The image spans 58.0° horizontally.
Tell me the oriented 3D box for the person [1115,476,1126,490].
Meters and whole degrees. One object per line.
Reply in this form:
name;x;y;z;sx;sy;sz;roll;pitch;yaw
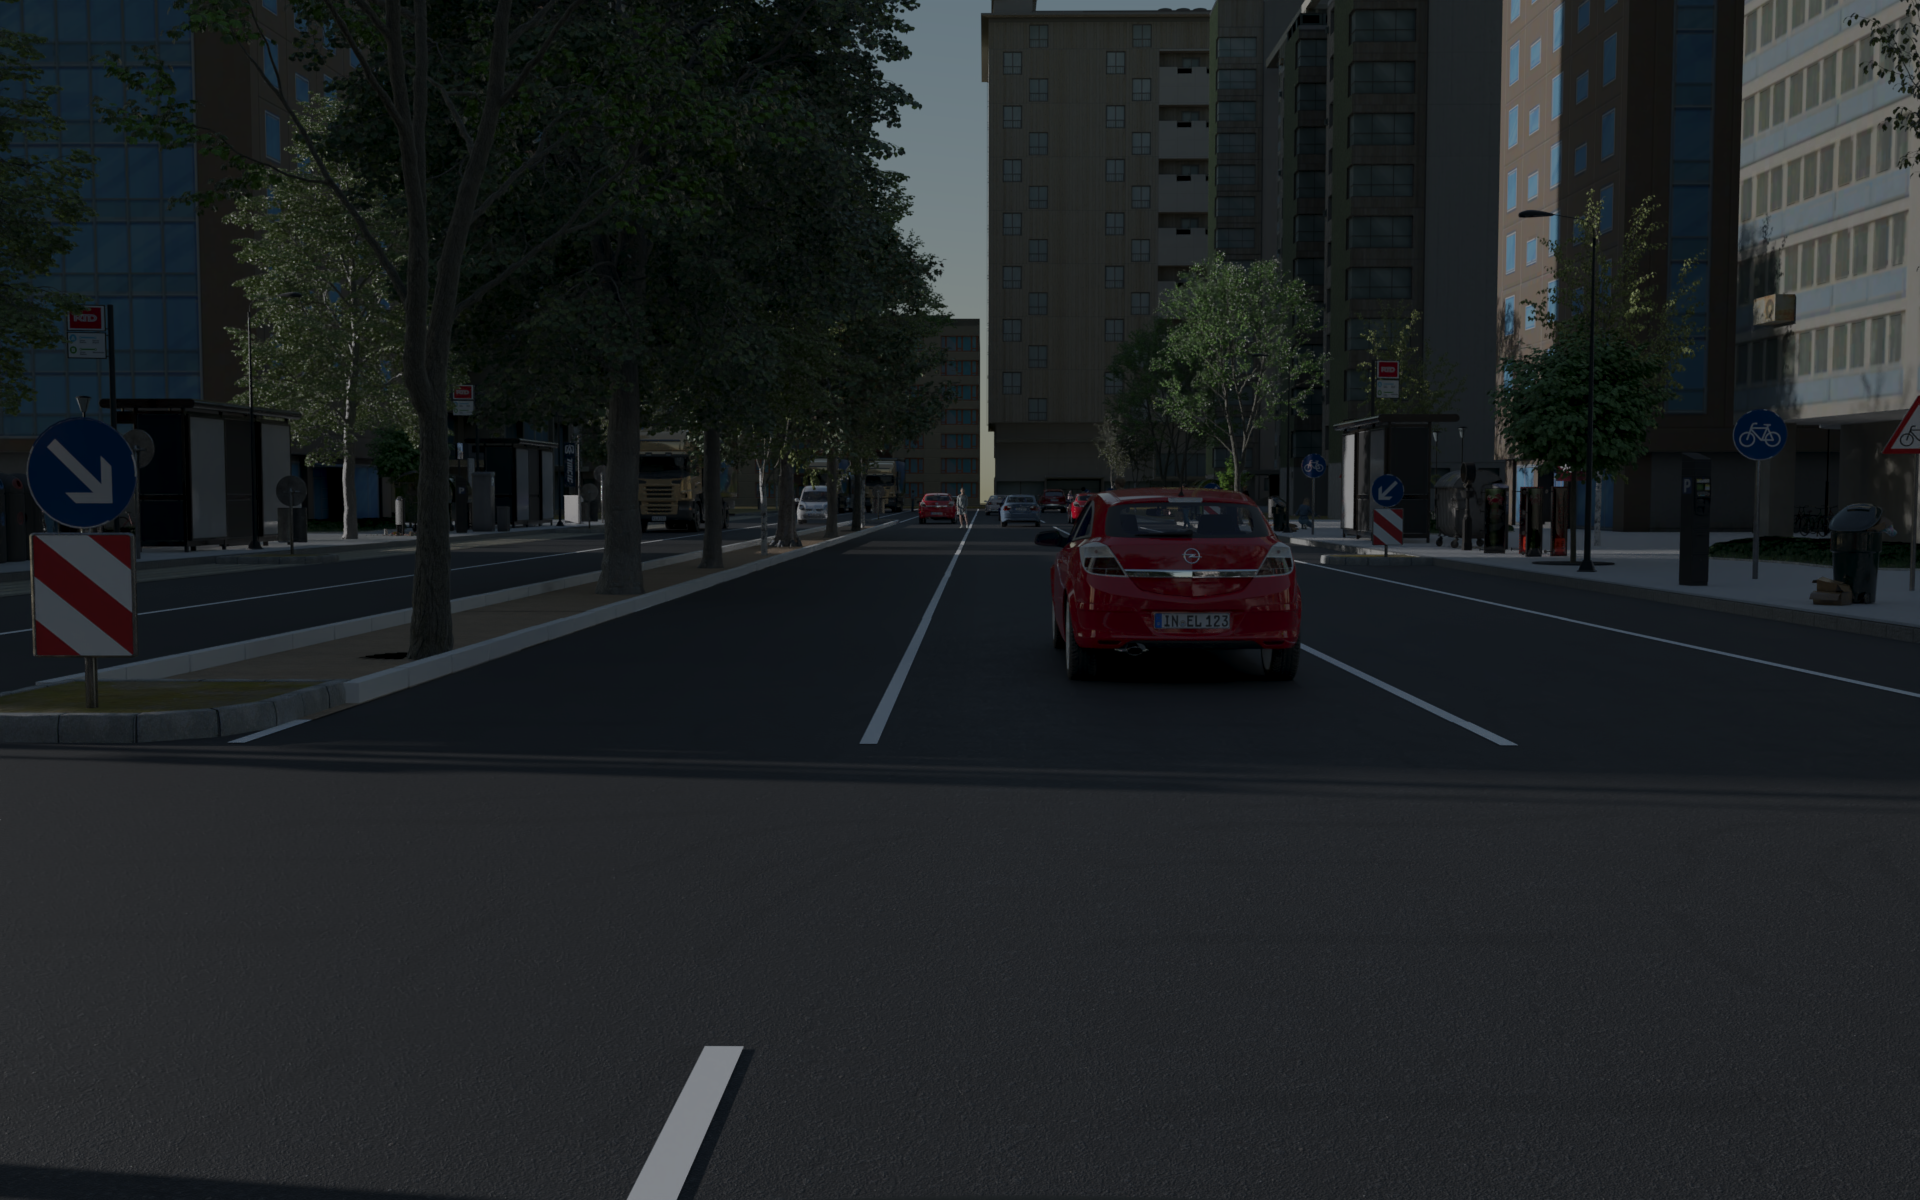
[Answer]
person;2.948;-1.418;32.228;0.362;1.759;0.519;2;4;28

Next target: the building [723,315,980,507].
building;-12.247;-21.223;192.029;28.899;21.520;27.650;0;4;1

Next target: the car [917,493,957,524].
car;-1.049;-4.609;84.397;2.155;1.783;4.494;0;4;1

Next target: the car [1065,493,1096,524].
car;6.188;-4.578;83.884;2.155;1.783;4.494;0;4;1

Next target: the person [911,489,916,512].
person;-3.825;-8.138;141.638;0.705;1.814;1.350;1;4;12

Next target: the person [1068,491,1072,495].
person;10.380;-9.391;162.715;0.621;1.740;0.551;1;4;18

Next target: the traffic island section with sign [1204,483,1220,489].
traffic island section with sign;8.912;-3.309;62.722;1.989;1.847;2.006;0;4;1

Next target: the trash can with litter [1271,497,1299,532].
trash can with litter;11.115;-2.912;58.993;0.624;1.170;1.055;-2;4;-35

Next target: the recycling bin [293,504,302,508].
recycling bin;-18.551;-2.147;47.651;0.722;1.027;0.722;-2;4;-32

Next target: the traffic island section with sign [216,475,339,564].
traffic island section with sign;-14.096;-1.676;36.036;1.989;1.847;2.006;0;4;1

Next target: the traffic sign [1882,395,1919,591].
traffic sign;12.623;-1.400;22.889;0.884;2.594;0.081;0;4;8

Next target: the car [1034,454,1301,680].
car;1.729;-0.354;14.828;2.155;1.783;4.494;0;4;1

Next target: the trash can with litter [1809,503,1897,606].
trash can with litter;10.380;-0.537;20.167;1.055;1.170;0.624;-3;5;-41

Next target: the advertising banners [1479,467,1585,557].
advertising banners;12.176;-2.494;36.962;2.074;3.025;0.090;2;4;29

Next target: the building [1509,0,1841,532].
building;28.991;-25.287;63.553;14.600;45.320;14.200;0;4;1

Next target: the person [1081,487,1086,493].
person;7.360;-5.819;103.274;1.348;1.869;0.705;1;4;10

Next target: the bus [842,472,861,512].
bus;-9.811;-9.000;142.014;2.948;3.499;13.247;0;4;1

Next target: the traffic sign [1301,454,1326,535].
traffic sign;11.149;-3.336;54.657;0.768;2.556;0.104;0;4;5

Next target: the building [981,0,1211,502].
building;16.064;-36.787;190.708;27.495;52.752;28.713;0;4;1

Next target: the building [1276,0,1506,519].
building;26.790;-20.574;108.091;14.160;30.474;14.107;0;4;1

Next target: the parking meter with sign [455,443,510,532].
parking meter with sign;-16.282;-3.847;59.158;1.738;3.016;0.543;0;4;3

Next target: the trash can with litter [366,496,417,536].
trash can with litter;-17.135;-2.573;53.125;1.678;1.210;2.233;-3;4;-37

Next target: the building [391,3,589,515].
building;-34.556;-27.293;100.873;22.147;44.769;28.867;0;4;1

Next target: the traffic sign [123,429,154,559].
traffic sign;-16.195;-2.077;34.064;0.768;2.556;0.104;1;4;10

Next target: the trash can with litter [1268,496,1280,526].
trash can with litter;12.327;-3.592;69.786;2.233;1.210;1.678;2;4;29

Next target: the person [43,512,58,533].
person;-20.393;-1.992;38.963;0.721;1.781;0.623;1;4;20

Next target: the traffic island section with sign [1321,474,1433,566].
traffic island section with sign;8.513;-1.653;35.655;1.989;1.847;2.006;0;4;1

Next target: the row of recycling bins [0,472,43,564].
row of recycling bins;-18.098;-1.543;32.343;1.069;1.692;3.534;-1;4;-11

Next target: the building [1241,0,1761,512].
building;36.460;-26.592;126.668;32.217;40.220;23.993;0;4;1

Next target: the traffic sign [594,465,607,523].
traffic sign;-15.797;-4.671;76.475;0.768;2.556;0.104;0;4;4

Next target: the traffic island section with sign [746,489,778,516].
traffic island section with sign;-12.959;-6.421;113.611;1.989;1.847;2.006;0;4;1

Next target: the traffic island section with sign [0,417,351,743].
traffic island section with sign;-5.192;-0.170;10.915;2.006;1.907;1.989;0;4;1

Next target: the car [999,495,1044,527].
car;2.706;-3.963;76.791;2.014;1.417;4.499;0;4;3

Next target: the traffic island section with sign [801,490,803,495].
traffic island section with sign;-12.565;-8.069;140.563;1.989;1.847;2.006;0;4;1

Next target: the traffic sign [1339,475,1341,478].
traffic sign;12.828;-3.464;56.636;0.884;2.594;0.081;0;4;1

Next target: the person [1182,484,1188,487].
person;8.696;-3.577;66.977;0.794;1.824;0.713;-3;5;-41

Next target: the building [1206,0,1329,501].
building;27.736;-28.298;146.270;14.154;41.232;14.086;0;4;1

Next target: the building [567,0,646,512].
building;-30.059;-26.846;122.529;14.154;41.232;14.086;0;4;1

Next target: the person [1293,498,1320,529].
person;12.544;-3.155;63.124;1.012;1.151;0.738;3;4;39

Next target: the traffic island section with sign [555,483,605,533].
traffic island section with sign;-13.690;-3.366;63.665;1.989;1.847;2.006;0;4;1

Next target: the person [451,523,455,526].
person;-20.438;-3.876;69.597;0.537;1.800;0.526;-2;4;-24

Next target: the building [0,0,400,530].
building;-30.319;-25.323;64.136;14.600;45.320;14.200;0;4;1

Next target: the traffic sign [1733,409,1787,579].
traffic sign;12.004;-1.588;26.071;0.768;2.556;0.104;1;4;10

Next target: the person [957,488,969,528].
person;0.118;-3.911;73.441;0.512;1.701;0.522;0;4;-1

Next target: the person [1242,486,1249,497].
person;15.252;-5.303;93.265;0.721;1.766;1.217;3;5;41

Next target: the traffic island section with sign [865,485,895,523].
traffic island section with sign;-4.097;-4.765;86.045;2.006;1.907;1.989;0;4;1

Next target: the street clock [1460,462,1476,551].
street clock;11.533;-2.127;39.350;0.358;2.002;0.471;0;3;0

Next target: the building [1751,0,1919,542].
building;30.650;-20.797;31.917;23.993;40.220;32.217;0;4;1

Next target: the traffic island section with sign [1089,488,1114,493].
traffic island section with sign;9.654;-6.372;112.802;1.989;1.847;2.006;0;4;1

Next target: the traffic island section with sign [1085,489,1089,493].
traffic island section with sign;10.054;-8.030;139.918;1.989;1.847;2.006;0;4;1
